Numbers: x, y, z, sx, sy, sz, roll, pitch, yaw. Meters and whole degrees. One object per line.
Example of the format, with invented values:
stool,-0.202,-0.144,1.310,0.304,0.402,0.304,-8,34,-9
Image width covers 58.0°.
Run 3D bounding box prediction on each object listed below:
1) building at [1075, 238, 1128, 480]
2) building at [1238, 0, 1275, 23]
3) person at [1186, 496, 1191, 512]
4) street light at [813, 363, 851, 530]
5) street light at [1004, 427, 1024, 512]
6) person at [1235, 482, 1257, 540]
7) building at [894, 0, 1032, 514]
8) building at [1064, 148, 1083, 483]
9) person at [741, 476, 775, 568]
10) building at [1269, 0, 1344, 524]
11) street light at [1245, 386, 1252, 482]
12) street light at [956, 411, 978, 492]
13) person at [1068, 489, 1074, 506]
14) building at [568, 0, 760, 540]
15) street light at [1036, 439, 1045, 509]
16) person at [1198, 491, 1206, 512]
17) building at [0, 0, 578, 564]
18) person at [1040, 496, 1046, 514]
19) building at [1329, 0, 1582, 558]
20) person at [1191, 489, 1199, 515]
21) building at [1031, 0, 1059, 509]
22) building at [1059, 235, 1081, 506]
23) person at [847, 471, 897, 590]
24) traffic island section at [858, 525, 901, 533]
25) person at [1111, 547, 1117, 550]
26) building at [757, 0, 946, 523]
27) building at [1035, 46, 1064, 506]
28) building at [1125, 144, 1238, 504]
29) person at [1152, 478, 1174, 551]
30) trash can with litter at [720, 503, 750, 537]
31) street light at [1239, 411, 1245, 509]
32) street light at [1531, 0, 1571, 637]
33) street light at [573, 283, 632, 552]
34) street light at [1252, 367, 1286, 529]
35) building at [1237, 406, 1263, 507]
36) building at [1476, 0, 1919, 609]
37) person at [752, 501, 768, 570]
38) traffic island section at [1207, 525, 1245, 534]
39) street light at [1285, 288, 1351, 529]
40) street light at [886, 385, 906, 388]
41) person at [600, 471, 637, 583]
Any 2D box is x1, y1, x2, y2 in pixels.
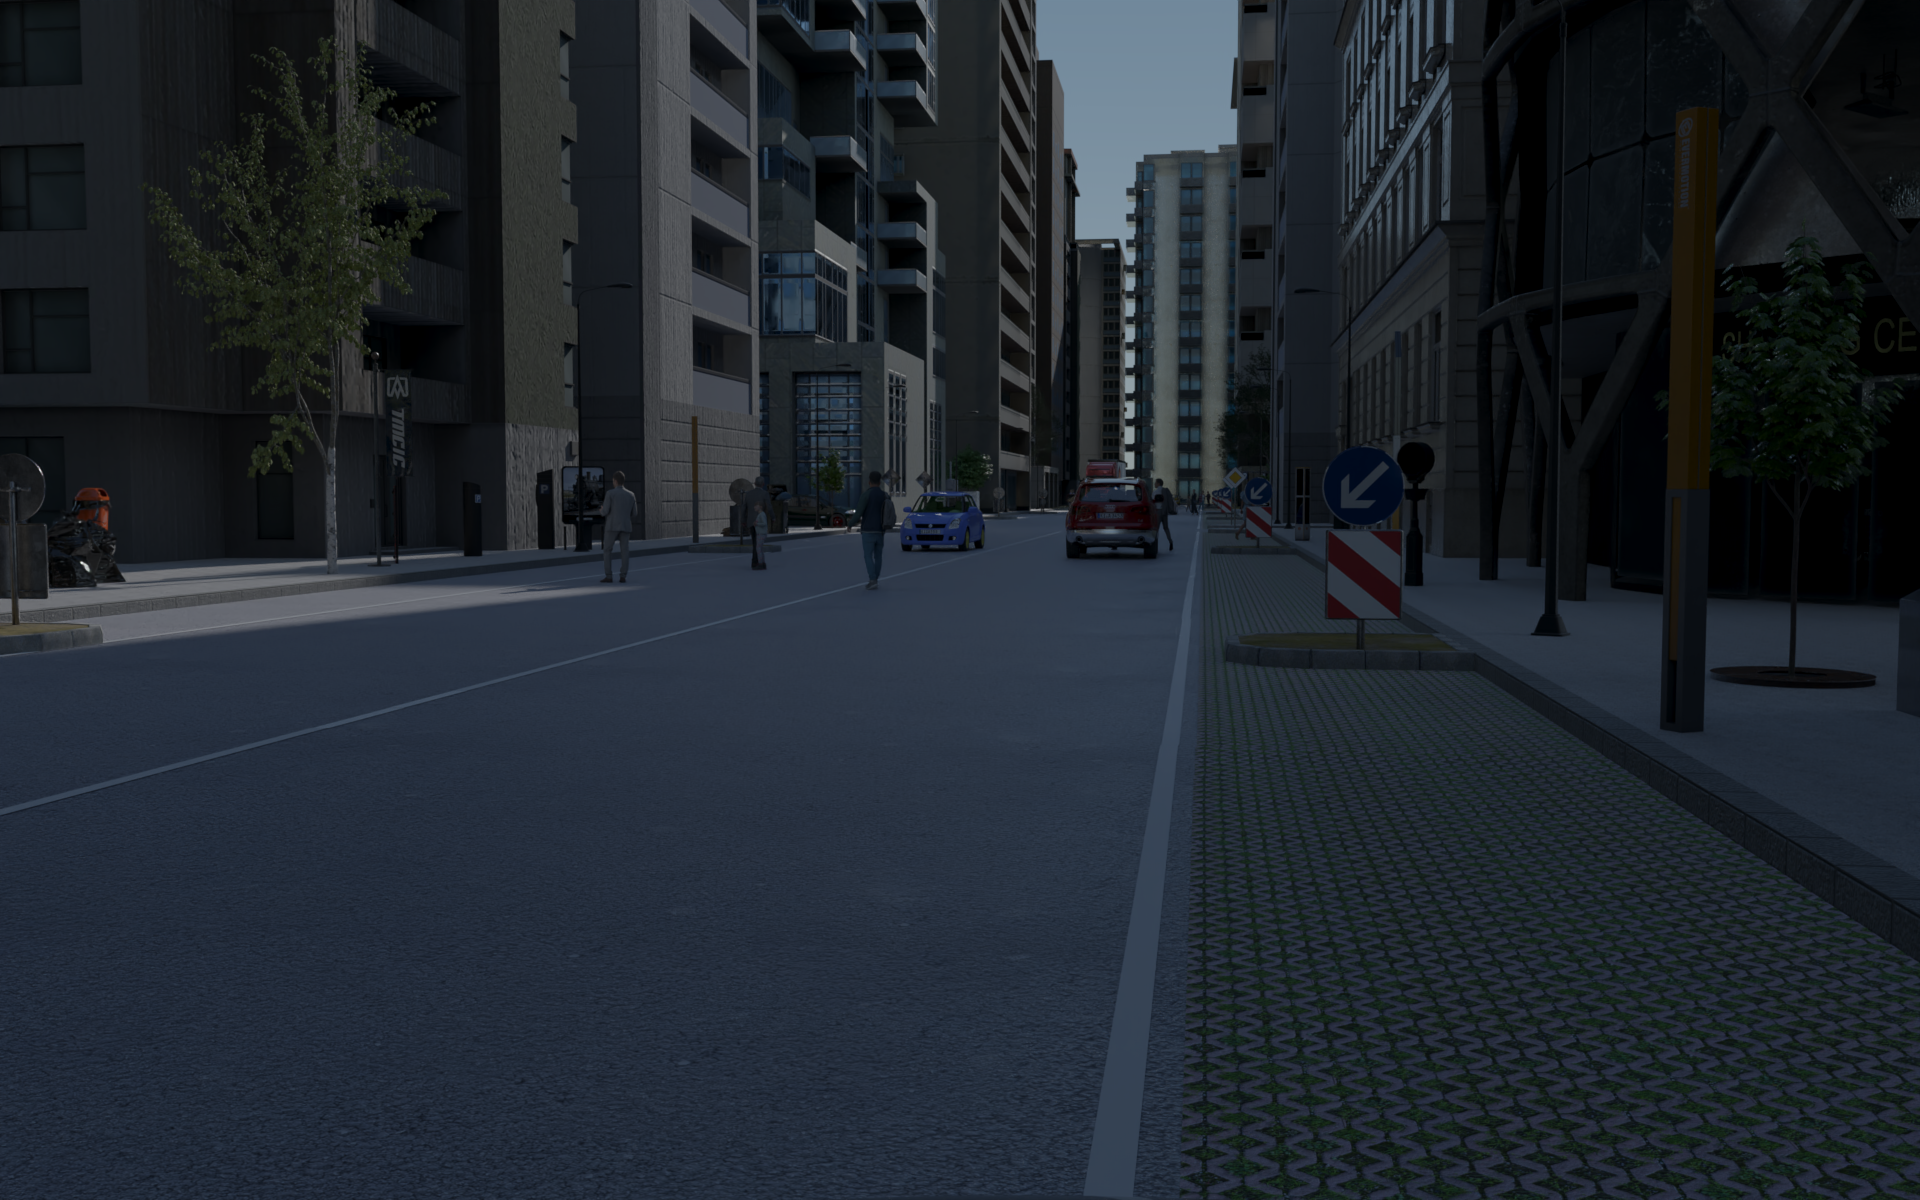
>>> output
building,11.628,-33.998,247.747,23.993,40.220,32.217,0,4,8
building,33.632,-32.724,124.271,28.713,52.752,27.495,0,4,8
person,18.452,-7.773,139.852,0.475,1.303,0.640,3,5,42
street light,-4.550,-5.454,61.712,1.470,5.913,1.316,0,4,8
street light,3.730,-9.070,120.832,1.470,5.913,1.316,0,4,8
person,8.982,-2.777,53.994,0.778,1.811,0.616,-2,4,-26
building,-6.565,-30.523,122.760,21.300,48.544,21.600,0,4,8
building,1.508,-34.217,214.079,28.867,44.769,22.147,0,4,8
person,-3.934,-1.535,33.992,0.661,1.777,0.834,1,4,15
building,28.669,-32.709,76.796,28.212,58.520,21.231,0,4,8
street light,13.037,-6.201,73.935,1.470,5.913,1.316,0,4,8
street light,0.332,-7.637,97.402,1.470,5.913,1.316,0,4,8
person,8.807,-7.790,136.050,0.728,1.800,0.709,1,4,16
building,-21.521,-31.481,56.708,28.212,58.520,21.231,0,4,8
street light,7.020,-10.523,144.594,1.470,5.913,1.316,0,4,8
person,19.794,-8.091,141.625,0.563,1.720,0.643,-1,4,-21
building,-17.495,-16.239,37.212,14.160,30.474,14.107,0,4,8
person,5.838,-6.687,122.110,0.475,1.303,0.640,1,4,19
building,18.876,-13.083,47.183,16.112,22.955,30.059,0,4,8
person,15.927,-6.654,117.706,0.534,1.772,0.576,-3,5,-44
building,-1.400,-44.102,159.325,20.563,71.187,20.611,0,4,8
building,5.820,-25.699,191.874,14.160,30.474,14.107,0,4,8
person,-1.299,-1.061,26.190,0.623,1.781,0.721,-3,5,-44
traffic island section,-2.646,-2.658,65.746,2.009,0.180,2.903,0,4,8
person,3.973,-2.206,44.693,0.709,1.813,0.853,-1,4,-23
building,-12.096,-47.409,87.803,22.319,86.520,31.000,0,4,8
building,3.119,-32.227,177.025,14.600,45.320,14.200,0,4,8
building,38.366,-37.920,239.599,30.456,49.044,23.786,0,4,8
person,5.148,-2.165,43.996,0.679,1.850,0.850,-2,4,-29
trash can with litter,-6.746,-2.486,52.026,1.055,1.170,0.624,2,4,30
street light,16.350,-7.635,97.377,1.470,5.913,1.316,0,4,8
street light,4.833,-2.636,15.644,1.470,5.913,1.316,0,4,8
street light,-7.886,-4.020,38.274,1.470,5.913,1.316,0,4,8
street light,11.555,-5.569,63.592,1.470,5.913,1.316,0,4,8
building,37.748,-33.149,165.686,21.300,48.544,21.600,0,4,8
building,15.648,-9.528,23.233,16.820,18.784,16.811,0,4,8
person,-3.782,-1.218,32.694,0.394,1.301,0.425,-3,4,-36
traffic island section,10.170,-2.548,63.949,2.009,0.180,2.903,0,4,8
street light,8.212,-4.069,39.076,1.470,5.913,1.316,0,4,8
street light,-2.989,-6.183,73.634,1.470,5.913,1.316,0,4,8
person,-5.582,-1.186,28.097,0.606,1.804,0.583,-3,5,-44
